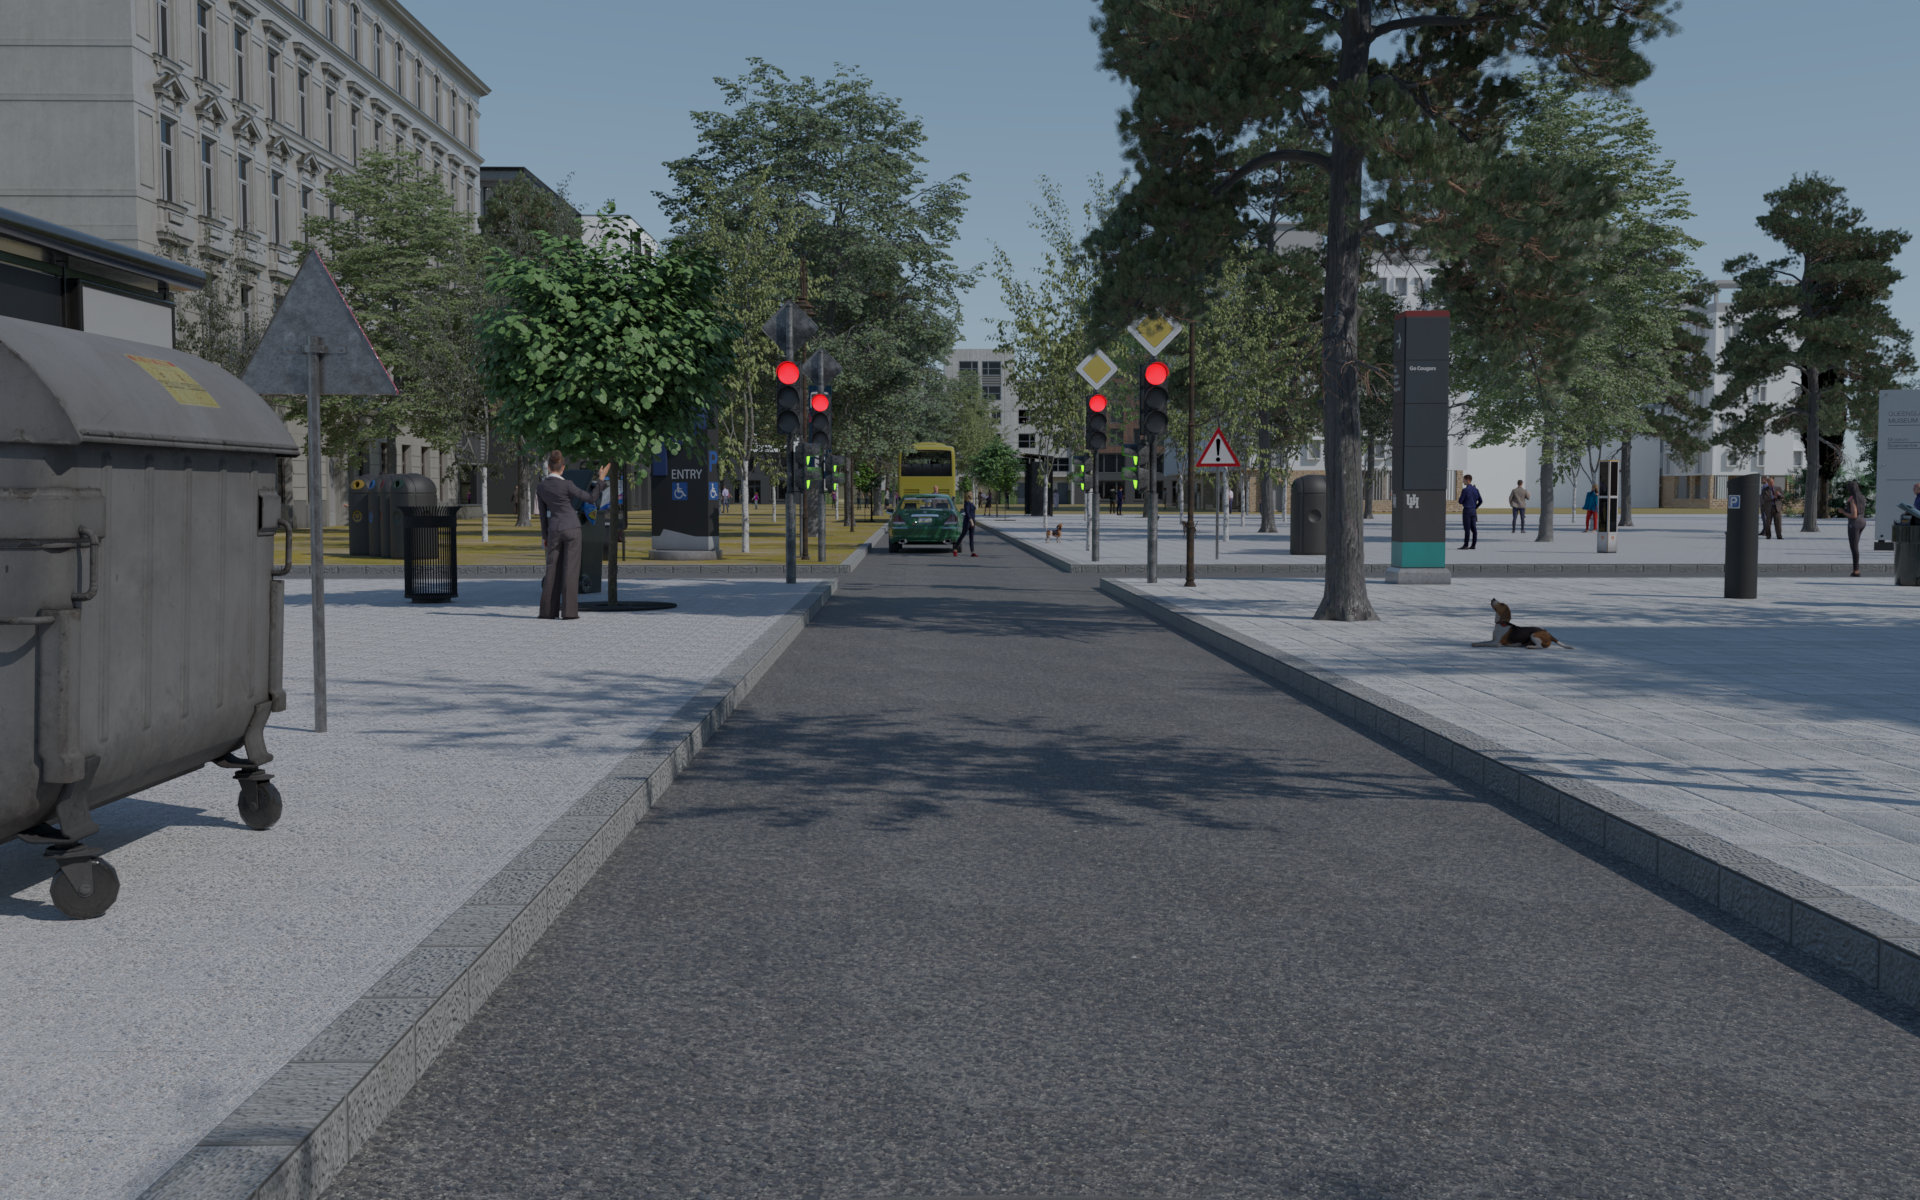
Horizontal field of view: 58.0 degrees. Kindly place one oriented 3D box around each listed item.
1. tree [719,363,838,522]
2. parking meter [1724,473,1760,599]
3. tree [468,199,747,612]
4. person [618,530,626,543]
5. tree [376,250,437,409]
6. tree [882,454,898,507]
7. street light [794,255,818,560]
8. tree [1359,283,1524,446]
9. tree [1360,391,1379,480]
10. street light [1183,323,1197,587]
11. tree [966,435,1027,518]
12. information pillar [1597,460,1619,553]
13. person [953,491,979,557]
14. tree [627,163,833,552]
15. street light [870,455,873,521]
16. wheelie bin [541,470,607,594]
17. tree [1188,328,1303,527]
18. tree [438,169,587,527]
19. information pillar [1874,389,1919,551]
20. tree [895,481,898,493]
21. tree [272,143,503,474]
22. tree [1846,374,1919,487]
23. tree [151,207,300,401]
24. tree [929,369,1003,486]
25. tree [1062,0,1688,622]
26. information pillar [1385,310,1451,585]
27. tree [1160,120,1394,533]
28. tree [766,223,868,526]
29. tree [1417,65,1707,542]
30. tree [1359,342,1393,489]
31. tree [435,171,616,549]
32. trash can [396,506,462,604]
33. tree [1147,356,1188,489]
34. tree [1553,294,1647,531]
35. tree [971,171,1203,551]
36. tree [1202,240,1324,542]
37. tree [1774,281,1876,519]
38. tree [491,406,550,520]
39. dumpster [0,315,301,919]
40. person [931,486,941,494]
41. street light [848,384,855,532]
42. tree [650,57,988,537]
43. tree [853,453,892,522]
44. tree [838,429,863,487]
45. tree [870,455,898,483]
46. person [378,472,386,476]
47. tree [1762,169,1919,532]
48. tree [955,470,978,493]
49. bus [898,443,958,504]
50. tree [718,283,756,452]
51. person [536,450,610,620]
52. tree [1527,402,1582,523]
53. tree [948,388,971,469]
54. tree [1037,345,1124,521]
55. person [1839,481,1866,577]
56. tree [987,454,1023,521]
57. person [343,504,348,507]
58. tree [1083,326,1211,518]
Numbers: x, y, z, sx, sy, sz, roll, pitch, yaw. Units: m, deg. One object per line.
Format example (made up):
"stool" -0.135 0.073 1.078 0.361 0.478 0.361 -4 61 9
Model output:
"tree" -8.542 -7.805 77.974 4.360 8.622 3.978 0 3 0
"parking meter" 9.610 -0.787 21.283 0.372 1.533 0.369 0 3 0
"tree" -3.942 -2.180 19.354 4.285 4.588 4.351 0 3 0
"person" -8.976 -2.256 45.627 0.574 1.496 0.600 -3 5 -45
"tree" -13.022 -5.872 46.367 4.360 8.622 3.978 0 3 0
"tree" -6.205 -15.300 168.283 7.486 12.596 7.792 0 3 0
"street light" -3.017 -3.721 33.632 0.468 5.910 1.993 0 4 -1
"tree" 18.592 -8.135 67.428 7.601 10.594 8.767 0 4 5
"tree" 23.259 -9.204 100.854 4.737 8.622 4.395 0 3 0
"street light" 3.185 -3.120 23.806 0.468 5.910 1.993 0 4 -1
"tree" 2.099 -6.750 94.077 4.285 4.588 4.351 0 3 0
"information pillar" 14.049 -2.022 37.555 0.304 2.012 0.304 -2 4 -30
"person" 0.126 -1.747 39.612 0.613 1.512 0.480 0 4 4
"tree" -4.960 -5.350 37.842 4.737 8.622 4.395 0 3 0
"street light" -4.248 -6.746 83.077 0.468 5.910 1.993 0 4 -1
"wheelie bin" -5.036 -0.893 22.507 0.980 1.594 0.693 2 4 24
"tree" 11.010 -7.139 67.085 4.360 8.622 3.978 0 3 0
"tree" -17.177 -9.858 68.595 7.806 13.903 7.818 0 3 0
"information pillar" 21.517 -2.910 38.902 1.656 3.620 0.184 2 4 25
"tree" -7.112 -11.543 183.331 1.663 3.219 1.824 0 3 0
"tree" -18.223 -8.471 56.622 7.486 12.596 7.792 0 3 0
"tree" 47.191 -6.594 70.713 20.602 7.101 11.467 -1 4 -23
"tree" -19.500 -5.820 45.527 4.360 8.622 3.978 0 3 0
"tree" 0.291 -14.666 157.922 7.486 12.596 7.792 0 3 0
"tree" 3.889 -5.833 17.425 6.751 12.117 7.091 0 3 0
"information pillar" 6.573 -2.165 24.770 0.750 3.857 0.750 0 4 0
"tree" 10.027 -9.172 57.387 7.806 13.903 7.818 0 3 0
"tree" -4.493 -8.964 68.619 6.751 12.117 7.091 0 3 0
"tree" 16.017 -7.850 46.470 7.486 12.596 7.792 0 3 0
"tree" 20.354 -7.978 80.798 4.360 8.622 3.978 0 3 0
"tree" -9.671 -5.490 40.122 4.360 8.622 3.978 0 3 0
"trash can" -6.258 -0.539 20.469 0.748 1.137 0.748 0 3 0
"tree" 11.066 -8.233 84.965 4.360 8.622 3.978 0 3 0
"tree" 21.879 -6.700 59.912 4.737 8.622 4.395 0 3 0
"tree" 2.689 -5.412 38.853 4.737 8.622 4.395 0 3 0
"tree" 7.273 -5.867 46.294 4.737 8.622 4.395 0 3 0
"tree" 48.646 -11.310 86.732 13.155 14.587 18.604 -3 5 -42
"tree" -21.236 -8.234 84.992 4.737 8.622 4.395 0 3 0
"dumpster" -3.168 -0.006 5.858 1.264 1.857 1.865 0 4 -1
"person" -0.913 -3.559 67.236 0.990 1.755 0.434 0 4 -4
"street light" -3.650 -5.237 58.407 0.468 5.910 1.993 0 4 -1
"tree" -4.321 -8.857 51.467 9.857 13.997 8.962 0 3 0
"tree" -4.236 -5.197 79.571 1.663 3.219 1.824 0 3 0
"tree" -6.029 -8.409 87.848 4.360 8.622 3.978 0 3 0
"tree" -6.116 -11.015 130.461 4.737 8.622 4.395 0 3 0
"person" -14.418 -2.273 43.078 0.599 1.838 0.709 0 4 -6
"tree" 28.697 -8.319 58.076 6.751 12.117 7.091 0 3 0
"tree" 0.381 -8.772 138.031 1.663 3.219 1.824 0 3 0
"bus" -1.515 -5.524 81.869 2.896 3.916 12.252 0 4 0
"tree" -13.920 -11.008 87.406 7.806 13.903 7.818 0 3 0
"person" -3.964 -0.668 17.766 0.742 1.727 0.445 -1 4 -16
"tree" 27.452 -7.771 77.411 4.360 8.622 3.978 0 3 0
"tree" 1.136 -10.346 119.513 4.737 8.622 4.395 0 3 0
"tree" 5.790 -8.086 82.573 4.360 8.622 3.978 0 3 0
"person" 14.854 -1.156 28.863 0.415 1.643 0.593 0 4 7
"tree" 2.152 -5.422 83.249 1.663 3.219 1.824 0 3 0
"person" -14.002 -1.926 40.722 0.628 1.438 0.799 1 4 18
"tree" 10.114 -10.238 93.140 9.928 11.665 9.643 0 3 0
